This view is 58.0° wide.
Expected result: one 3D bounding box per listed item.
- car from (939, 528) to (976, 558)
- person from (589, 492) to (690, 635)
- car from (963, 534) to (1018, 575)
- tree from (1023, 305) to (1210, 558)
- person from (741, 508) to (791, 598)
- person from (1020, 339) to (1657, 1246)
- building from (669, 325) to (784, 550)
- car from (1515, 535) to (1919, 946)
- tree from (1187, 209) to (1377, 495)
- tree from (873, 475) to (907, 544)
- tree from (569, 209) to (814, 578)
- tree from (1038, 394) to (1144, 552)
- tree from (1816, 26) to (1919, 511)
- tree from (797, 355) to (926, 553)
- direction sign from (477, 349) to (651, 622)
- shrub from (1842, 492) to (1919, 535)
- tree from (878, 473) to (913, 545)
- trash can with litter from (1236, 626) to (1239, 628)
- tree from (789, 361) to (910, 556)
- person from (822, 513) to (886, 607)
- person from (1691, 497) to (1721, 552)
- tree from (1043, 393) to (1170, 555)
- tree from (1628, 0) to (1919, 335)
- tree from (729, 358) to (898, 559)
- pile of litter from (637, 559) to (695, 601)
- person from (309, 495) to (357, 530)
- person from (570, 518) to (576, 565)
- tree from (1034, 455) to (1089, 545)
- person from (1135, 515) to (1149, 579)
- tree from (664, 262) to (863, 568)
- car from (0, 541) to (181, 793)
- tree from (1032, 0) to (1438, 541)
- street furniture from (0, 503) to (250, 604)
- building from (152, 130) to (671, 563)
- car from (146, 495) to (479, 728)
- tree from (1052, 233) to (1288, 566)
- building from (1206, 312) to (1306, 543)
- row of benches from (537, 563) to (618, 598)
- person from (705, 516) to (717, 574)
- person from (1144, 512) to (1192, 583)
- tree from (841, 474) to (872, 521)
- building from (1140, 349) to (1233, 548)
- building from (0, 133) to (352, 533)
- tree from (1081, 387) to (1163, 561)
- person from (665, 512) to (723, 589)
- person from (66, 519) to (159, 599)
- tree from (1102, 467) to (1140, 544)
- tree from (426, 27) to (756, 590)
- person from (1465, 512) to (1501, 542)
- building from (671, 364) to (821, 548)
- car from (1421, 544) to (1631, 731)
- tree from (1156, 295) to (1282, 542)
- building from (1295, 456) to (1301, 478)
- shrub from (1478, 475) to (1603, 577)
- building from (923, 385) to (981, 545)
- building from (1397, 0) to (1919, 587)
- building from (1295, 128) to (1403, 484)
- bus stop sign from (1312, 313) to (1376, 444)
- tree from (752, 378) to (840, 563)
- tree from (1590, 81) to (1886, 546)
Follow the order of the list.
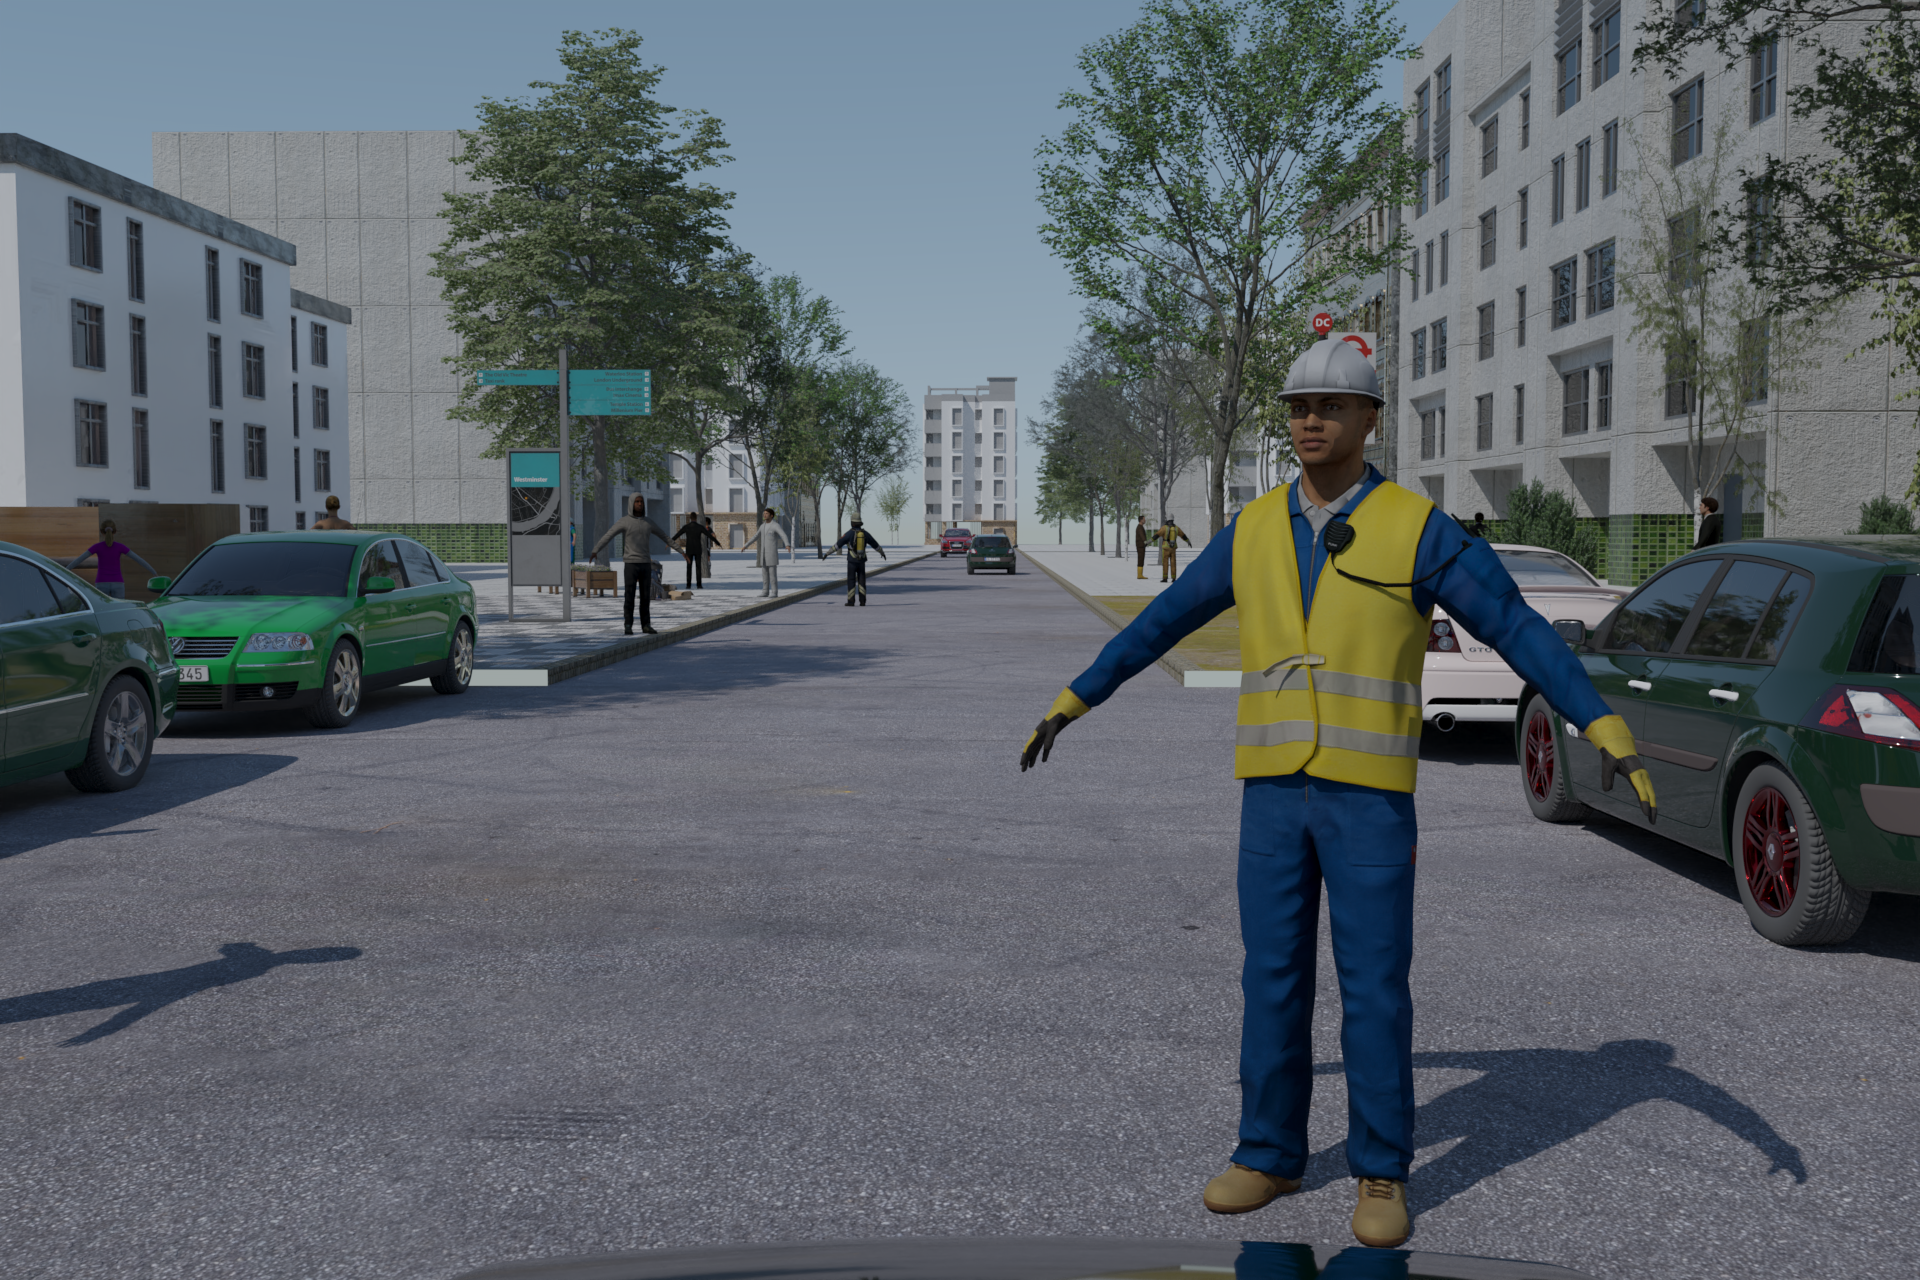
[{"bbox_3d":[-0.141,-5.998,106.748,2.281,1.827,5.304,0,4,1],"label":"car"},{"bbox_3d":[-4.118,-0.981,22.165,1.348,1.813,0.705,-2,4,-31],"label":"person"},{"bbox_3d":[1.108,-3.202,62.147,2.009,1.686,4.222,0,4,0],"label":"car"},{"bbox_3d":[8.559,-11.178,93.138,12.009,13.543,11.850,0,3,0],"label":"tree"},{"bbox_3d":[-3.879,-1.765,35.045,1.347,1.806,0.705,3,4,38],"label":"person"},{"bbox_3d":[0.758,0.294,3.625,1.349,1.833,0.705,2,4,32],"label":"person"},{"bbox_3d":[-21.345,-17.641,144.848,16.016,20.090,11.380,0,4,2],"label":"building"},{"bbox_3d":[3.705,0.146,7.402,2.009,1.686,4.222,0,4,1],"label":"car"},{"bbox_3d":[7.400,-5.486,40.055,4.737,8.622,4.395,0,3,0],"label":"tree"},{"bbox_3d":[-8.144,-16.088,213.402,4.360,8.622,3.978,0,3,0],"label":"tree"},{"bbox_3d":[-7.734,-7.075,50.094,7.601,10.594,8.767,0,4,-1],"label":"tree"},{"bbox_3d":[9.284,-12.451,121.706,7.486,12.596,7.792,0,3,0],"label":"tree"},{"bbox_3d":[13.524,-4.462,23.324,4.737,8.622,4.395,0,3,0],"label":"tree"},{"bbox_3d":[-6.943,-12.690,117.844,12.009,13.543,11.850,0,3,0],"label":"tree"},{"bbox_3d":[-5.722,-2.261,25.733,2.525,3.948,1.411,0,4,2],"label":"direction sign"},{"bbox_3d":[17.440,-1.753,32.704,1.661,2.075,1.752,0,3,0],"label":"shrub"},{"bbox_3d":[-7.687,-15.727,207.501,4.737,8.622,4.395,0,3,0],"label":"tree"},{"bbox_3d":[4.599,-0.712,22.695,1.678,1.210,2.233,0,4,0],"label":"trash can with litter"},{"bbox_3d":[-7.009,-10.826,102.757,9.928,11.665,9.643,0,3,0],"label":"tree"},{"bbox_3d":[-2.061,-1.596,34.330,1.354,1.856,0.705,-2,4,-25],"label":"person"},{"bbox_3d":[10.668,-1.137,24.784,0.705,1.806,1.347,2,4,34],"label":"person"},{"bbox_3d":[8.785,-10.437,105.053,8.767,10.594,7.601,1,4,17],"label":"tree"},{"bbox_3d":[9.922,-4.904,14.596,8.767,10.594,7.601,-1,4,-14],"label":"tree"},{"bbox_3d":[-7.280,-9.450,88.926,8.767,10.594,7.601,-2,4,-24],"label":"tree"},{"bbox_3d":[-5.806,-1.227,34.033,1.176,0.858,1.719,0,4,0],"label":"pile of litter"},{"bbox_3d":[-7.365,-0.827,20.329,1.217,1.733,0.721,-2,4,-30],"label":"person"},{"bbox_3d":[-12.637,-3.051,56.009,0.704,1.817,1.347,-2,4,-32],"label":"person"},{"bbox_3d":[12.611,-17.887,210.576,7.486,12.596,7.792,0,3,0],"label":"tree"},{"bbox_3d":[5.171,-2.630,49.132,0.704,1.812,1.346,0,4,-1],"label":"person"},{"bbox_3d":[-7.541,-8.560,65.704,9.928,11.665,9.643,0,3,0],"label":"tree"},{"bbox_3d":[-5.587,0.212,8.335,2.131,1.459,4.920,0,4,1],"label":"car"},{"bbox_3d":[4.909,-6.486,31.806,9.928,11.665,9.643,0,3,0],"label":"tree"},{"bbox_3d":[-12.776,-1.313,28.325,9.812,1.723,11.010,-1,4,-21],"label":"street furniture"},{"bbox_3d":[-26.747,-13.799,92.071,16.747,18.905,31.486,0,4,1],"label":"building"},{"bbox_3d":[-5.371,-0.331,14.201,1.959,1.807,4.718,0,4,2],"label":"car"},{"bbox_3d":[8.332,-9.767,70.059,12.009,13.543,11.850,0,3,0],"label":"tree"},{"bbox_3d":[26.355,-17.850,148.275,16.016,20.090,11.380,0,4,1],"label":"building"},{"bbox_3d":[-8.108,-1.283,36.438,1.422,0.672,4.104,-2,4,-27],"label":"row of benches"},{"bbox_3d":[-7.922,-2.919,53.869,0.704,1.843,1.345,-3,5,-45],"label":"person"},{"bbox_3d":[5.524,-2.446,45.756,1.354,1.858,0.705,-1,4,-14],"label":"person"},{"bbox_3d":[-12.223,-15.731,207.558,4.360,8.622,3.978,0,3,0],"label":"tree"},{"bbox_3d":[27.720,-18.796,173.764,16.747,18.905,31.486,0,4,2],"label":"building"},{"bbox_3d":[-23.805,-6.632,50.573,9.099,9.664,28.070,0,4,2],"label":"building"},{"bbox_3d":[7.889,-8.005,81.242,4.360,8.622,3.978,0,3,0],"label":"tree"},{"bbox_3d":[-6.230,-2.099,40.546,1.346,1.802,0.704,0,4,-4],"label":"person"},{"bbox_3d":[-8.832,-0.533,17.984,0.991,1.433,0.599,-2,4,-30],"label":"person"},{"bbox_3d":[21.145,-18.062,213.447,7.486,12.596,7.792,0,3,0],"label":"tree"},{"bbox_3d":[-8.271,-7.399,39.107,7.486,12.596,7.792,0,3,0],"label":"tree"},{"bbox_3d":[10.863,-1.812,36.346,1.216,1.740,0.721,0,4,8],"label":"person"},{"bbox_3d":[-24.050,-20.816,171.277,19.493,23.208,18.063,0,4,1],"label":"building"},{"bbox_3d":[3.559,-0.029,12.837,2.083,1.381,4.827,0,4,0],"label":"car"},{"bbox_3d":[7.708,-6.343,54.071,4.360,8.622,3.978,0,3,0],"label":"tree"},{"bbox_3d":[25.949,-9.562,98.493,9.099,9.664,28.070,0,4,1],"label":"building"},{"bbox_3d":[7.285,-1.071,21.929,1.690,2.028,1.600,0,3,0],"label":"shrub"},{"bbox_3d":[-4.181,-21.672,213.221,11.380,20.090,16.016,0,4,7],"label":"building"},{"bbox_3d":[24.748,-11.201,49.589,16.747,18.905,31.486,0,4,1],"label":"building"},{"bbox_3d":[25.714,-14.906,74.634,19.493,23.208,18.063,0,4,1],"label":"building"},{"bbox_3d":[4.587,-1.974,20.975,0.855,3.939,0.416,0,4,1],"label":"bus stop sign"},{"bbox_3d":[-7.335,-7.687,76.038,4.737,8.622,4.395,0,3,0],"label":"tree"},{"bbox_3d":[12.301,-4.814,29.069,4.360,8.622,3.978,0,3,0],"label":"tree"}]
